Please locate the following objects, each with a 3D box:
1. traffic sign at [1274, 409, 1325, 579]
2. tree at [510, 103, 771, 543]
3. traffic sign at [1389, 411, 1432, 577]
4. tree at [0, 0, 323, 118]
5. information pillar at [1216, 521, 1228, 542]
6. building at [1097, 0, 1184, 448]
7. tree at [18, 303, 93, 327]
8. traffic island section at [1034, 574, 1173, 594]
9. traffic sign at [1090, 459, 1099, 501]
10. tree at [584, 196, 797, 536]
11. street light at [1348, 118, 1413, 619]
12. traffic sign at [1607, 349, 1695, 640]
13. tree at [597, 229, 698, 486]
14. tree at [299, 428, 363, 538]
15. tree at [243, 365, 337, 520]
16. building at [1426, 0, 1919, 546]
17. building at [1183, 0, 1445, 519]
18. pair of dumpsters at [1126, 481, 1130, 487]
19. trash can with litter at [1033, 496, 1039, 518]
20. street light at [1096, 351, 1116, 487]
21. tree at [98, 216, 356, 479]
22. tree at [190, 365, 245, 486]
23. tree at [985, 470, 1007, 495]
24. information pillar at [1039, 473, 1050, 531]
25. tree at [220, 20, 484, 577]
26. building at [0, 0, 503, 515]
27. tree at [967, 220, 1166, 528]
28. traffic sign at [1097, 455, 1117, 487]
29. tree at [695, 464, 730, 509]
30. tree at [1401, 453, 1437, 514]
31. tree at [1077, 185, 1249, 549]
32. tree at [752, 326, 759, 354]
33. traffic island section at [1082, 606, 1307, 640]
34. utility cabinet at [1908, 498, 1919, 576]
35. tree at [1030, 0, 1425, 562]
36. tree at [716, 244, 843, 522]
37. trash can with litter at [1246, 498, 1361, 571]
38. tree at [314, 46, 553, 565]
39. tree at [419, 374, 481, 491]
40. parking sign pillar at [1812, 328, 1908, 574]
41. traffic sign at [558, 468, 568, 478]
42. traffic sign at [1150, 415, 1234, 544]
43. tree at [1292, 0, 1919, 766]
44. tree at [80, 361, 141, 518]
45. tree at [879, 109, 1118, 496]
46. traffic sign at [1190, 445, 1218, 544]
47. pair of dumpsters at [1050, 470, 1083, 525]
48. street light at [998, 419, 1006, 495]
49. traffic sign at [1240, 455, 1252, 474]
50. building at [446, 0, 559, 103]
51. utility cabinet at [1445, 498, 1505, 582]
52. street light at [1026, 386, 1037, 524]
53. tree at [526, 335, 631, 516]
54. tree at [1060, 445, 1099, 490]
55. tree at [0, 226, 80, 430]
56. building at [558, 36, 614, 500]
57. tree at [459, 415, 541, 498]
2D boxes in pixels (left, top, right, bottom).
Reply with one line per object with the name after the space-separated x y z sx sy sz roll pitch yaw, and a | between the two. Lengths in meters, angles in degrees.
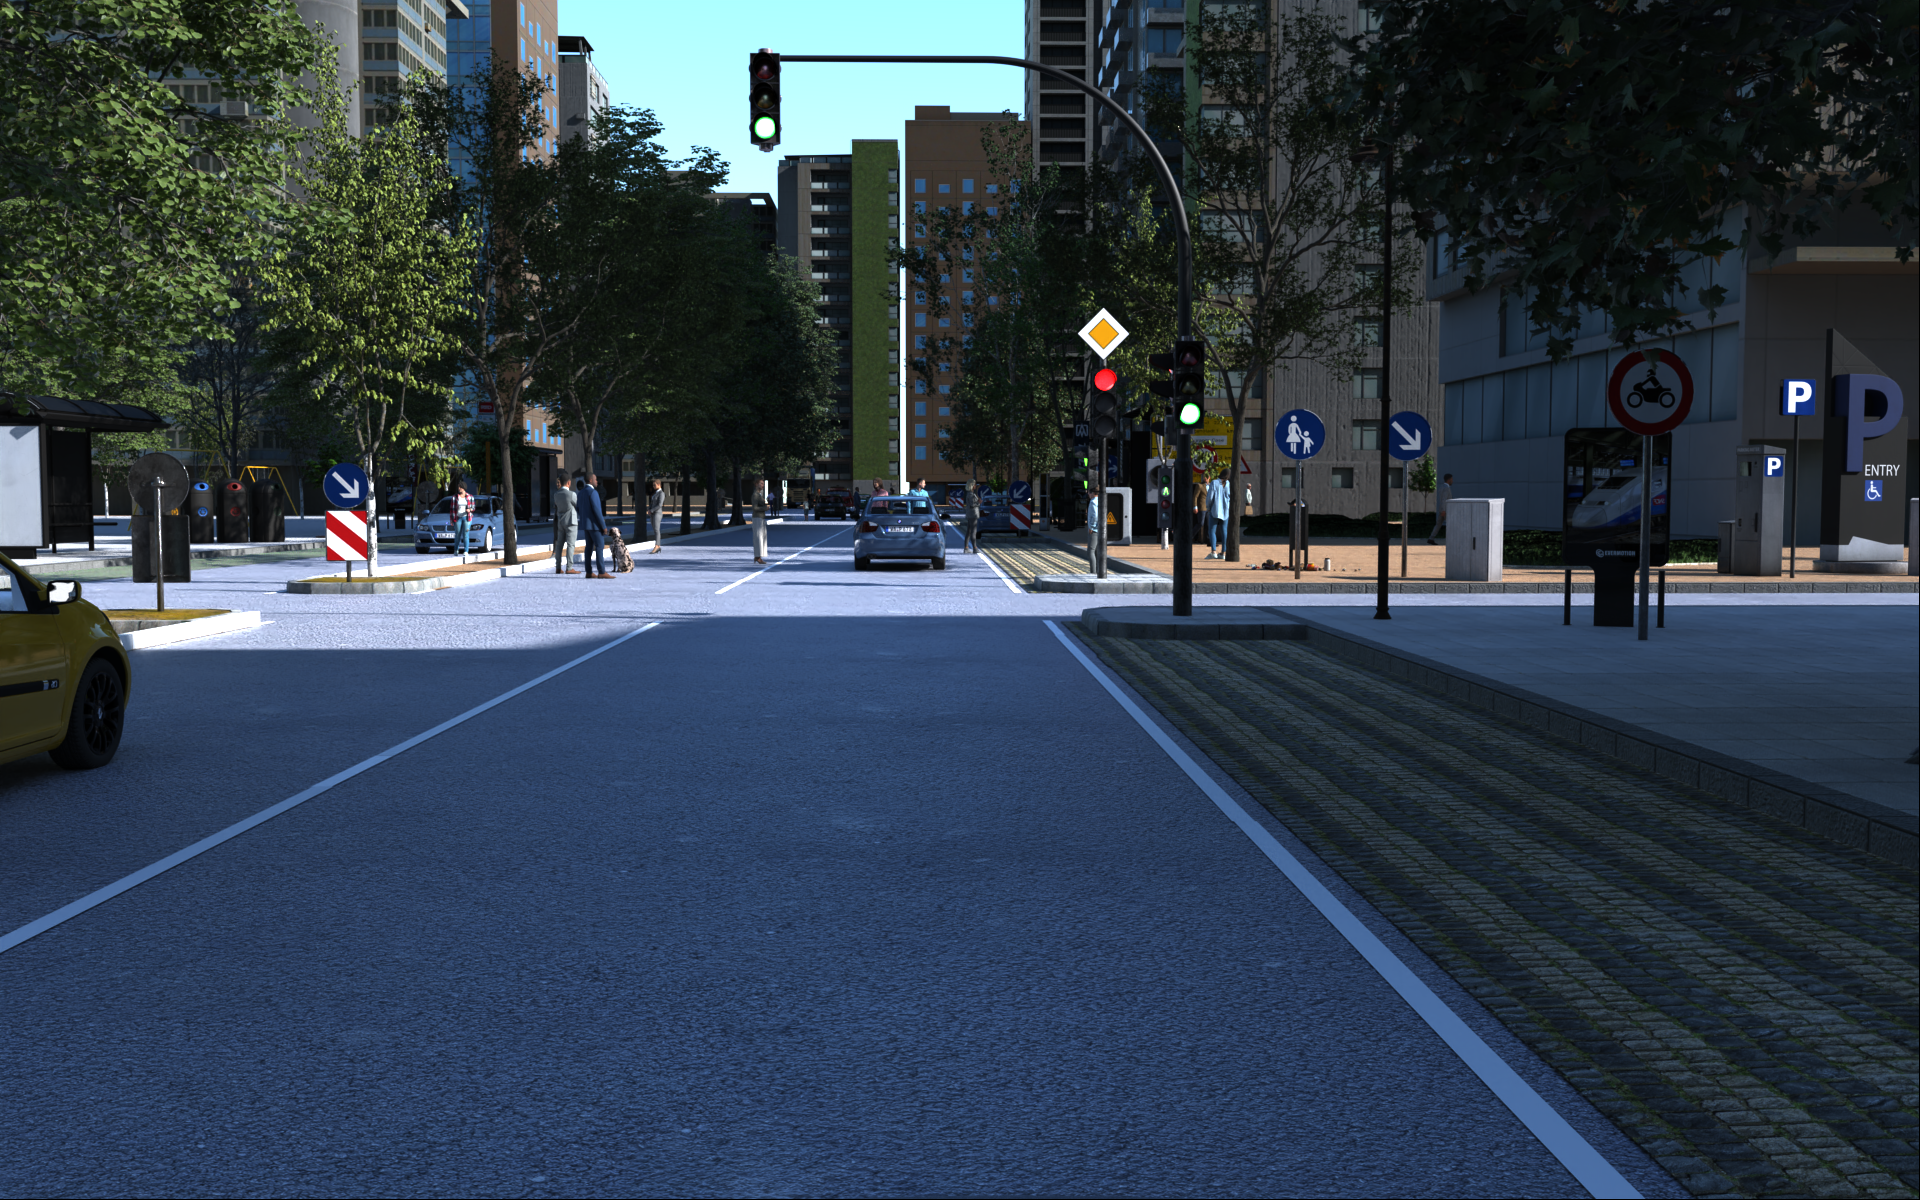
5.088 -1.586 26.033 0.768 2.556 0.104 0 4 0 | traffic sign
-9.477 -7.962 50.761 7.486 12.596 7.792 0 3 0 | tree
6.870 -1.628 26.720 0.768 2.556 0.104 0 4 5 | traffic sign
-8.801 -5.765 14.844 7.486 12.596 7.792 0 3 0 | tree
7.080 -2.565 46.438 0.304 2.012 0.304 3 4 38 | information pillar
23.922 -32.513 151.193 23.786 49.044 30.456 0 4 -1 | building
-28.485 -6.414 55.239 4.737 8.622 4.395 0 3 0 | tree
2.180 -0.247 26.318 2.009 0.180 2.903 0 4 -1 | traffic island section
4.420 -3.556 58.253 0.768 2.556 0.104 0 4 7 | traffic sign
-9.409 -8.035 59.584 9.928 11.665 9.643 0 3 0 | tree
4.341 -2.742 17.618 0.468 5.910 1.993 0 4 -1 | street light
6.007 -0.920 15.156 0.768 2.556 0.104 0 4 -1 | traffic sign
-9.993 -9.170 69.391 9.611 12.733 9.660 0 3 0 | tree
-18.578 -3.444 50.913 1.663 3.219 1.824 0 3 0 | tree
-32.981 -8.327 86.501 4.360 8.622 3.978 0 3 0 | tree
31.080 -28.313 52.164 27.495 52.752 28.713 0 4 -1 | building
18.565 -24.906 90.808 14.154 41.232 14.086 0 4 -1 | building
6.450 -3.327 56.890 1.574 2.255 4.437 0 4 -1 | pair of dumpsters
3.428 -5.102 94.479 2.233 1.210 1.678 0 4 0 | trash can with litter
3.817 -4.411 44.915 0.468 5.910 1.993 0 4 -1 | street light
-29.469 -9.749 69.763 12.009 13.543 11.850 0 3 0 | tree
-39.703 -8.796 94.176 4.360 8.622 3.978 0 3 0 | tree
2.558 -7.642 119.555 1.663 3.219 1.824 0 3 0 | tree
2.942 -3.405 60.171 0.304 2.012 0.304 1 4 20 | information pillar
-9.233 -4.529 26.865 4.737 8.622 4.395 0 3 0 | tree
-47.003 -25.710 112.248 32.217 40.220 23.993 0 4 -1 | building
4.126 -8.513 64.951 9.928 11.665 9.643 0 3 0 | tree
4.838 -3.431 56.208 0.768 2.556 0.104 0 4 1 | traffic sign
-21.593 -10.218 150.773 4.285 4.588 4.351 0 3 0 | tree
20.618 -5.009 76.505 1.663 3.219 1.824 0 3 0 | tree
4.709 -5.462 39.668 4.737 8.622 4.395 0 3 0 | tree
-9.140 -6.503 43.199 8.767 10.594 7.601 0 4 -1 | tree
2.365 0.241 18.335 2.009 0.180 2.903 0 4 -1 | traffic island section
15.460 -0.977 27.138 1.020 1.237 0.306 2 4 33 | utility cabinet
5.024 -5.986 32.281 8.767 10.594 7.601 1 4 22 | tree
-10.429 -11.004 89.022 9.857 13.997 8.962 0 3 0 | tree
5.683 -1.133 29.581 1.678 1.210 2.233 -1 4 -19 | trash can with litter
-9.056 -6.002 34.998 8.767 10.594 7.601 0 4 -1 | tree
-26.478 -8.520 89.665 4.360 8.622 3.978 0 3 0 | tree
14.810 -2.439 28.342 1.447 3.967 1.447 -1 4 -15 | parking sign pillar
-19.639 -5.205 85.204 0.768 2.556 0.104 0 4 1 | traffic sign
6.017 -3.095 44.481 2.265 3.308 0.079 0 4 4 | traffic sign
5.061 -5.561 7.926 9.611 12.733 9.660 0 3 0 | tree
-45.464 -8.682 92.307 4.360 8.622 3.978 0 3 0 | tree
1.900 -14.210 88.225 12.611 20.169 13.585 0 3 0 | tree
6.168 -2.688 44.049 0.768 2.556 0.104 0 4 4 | traffic sign
4.275 -4.313 73.003 1.574 2.255 4.437 0 4 -1 | pair of dumpsters
2.442 -7.843 101.026 0.468 5.910 1.993 0 4 -1 | street light
7.276 -2.805 45.868 0.884 2.594 0.081 0 4 2 | traffic sign
-38.770 -29.455 131.701 14.600 45.320 14.200 0 4 -1 | building
7.664 -0.898 25.842 0.306 1.237 1.020 -1 4 -20 | utility cabinet
3.023 -6.132 73.038 0.468 5.910 1.993 0 4 -1 | street light
-19.522 -11.548 99.183 12.009 13.543 11.850 0 3 0 | tree
7.377 -7.103 99.843 4.285 4.588 4.351 0 3 0 | tree
-42.604 -10.243 74.126 9.857 13.997 8.962 0 3 0 | tree
-39.310 -28.994 157.645 14.086 41.232 14.154 0 4 -1 | building
-18.665 -5.281 70.063 4.285 4.588 4.351 0 3 0 | tree
